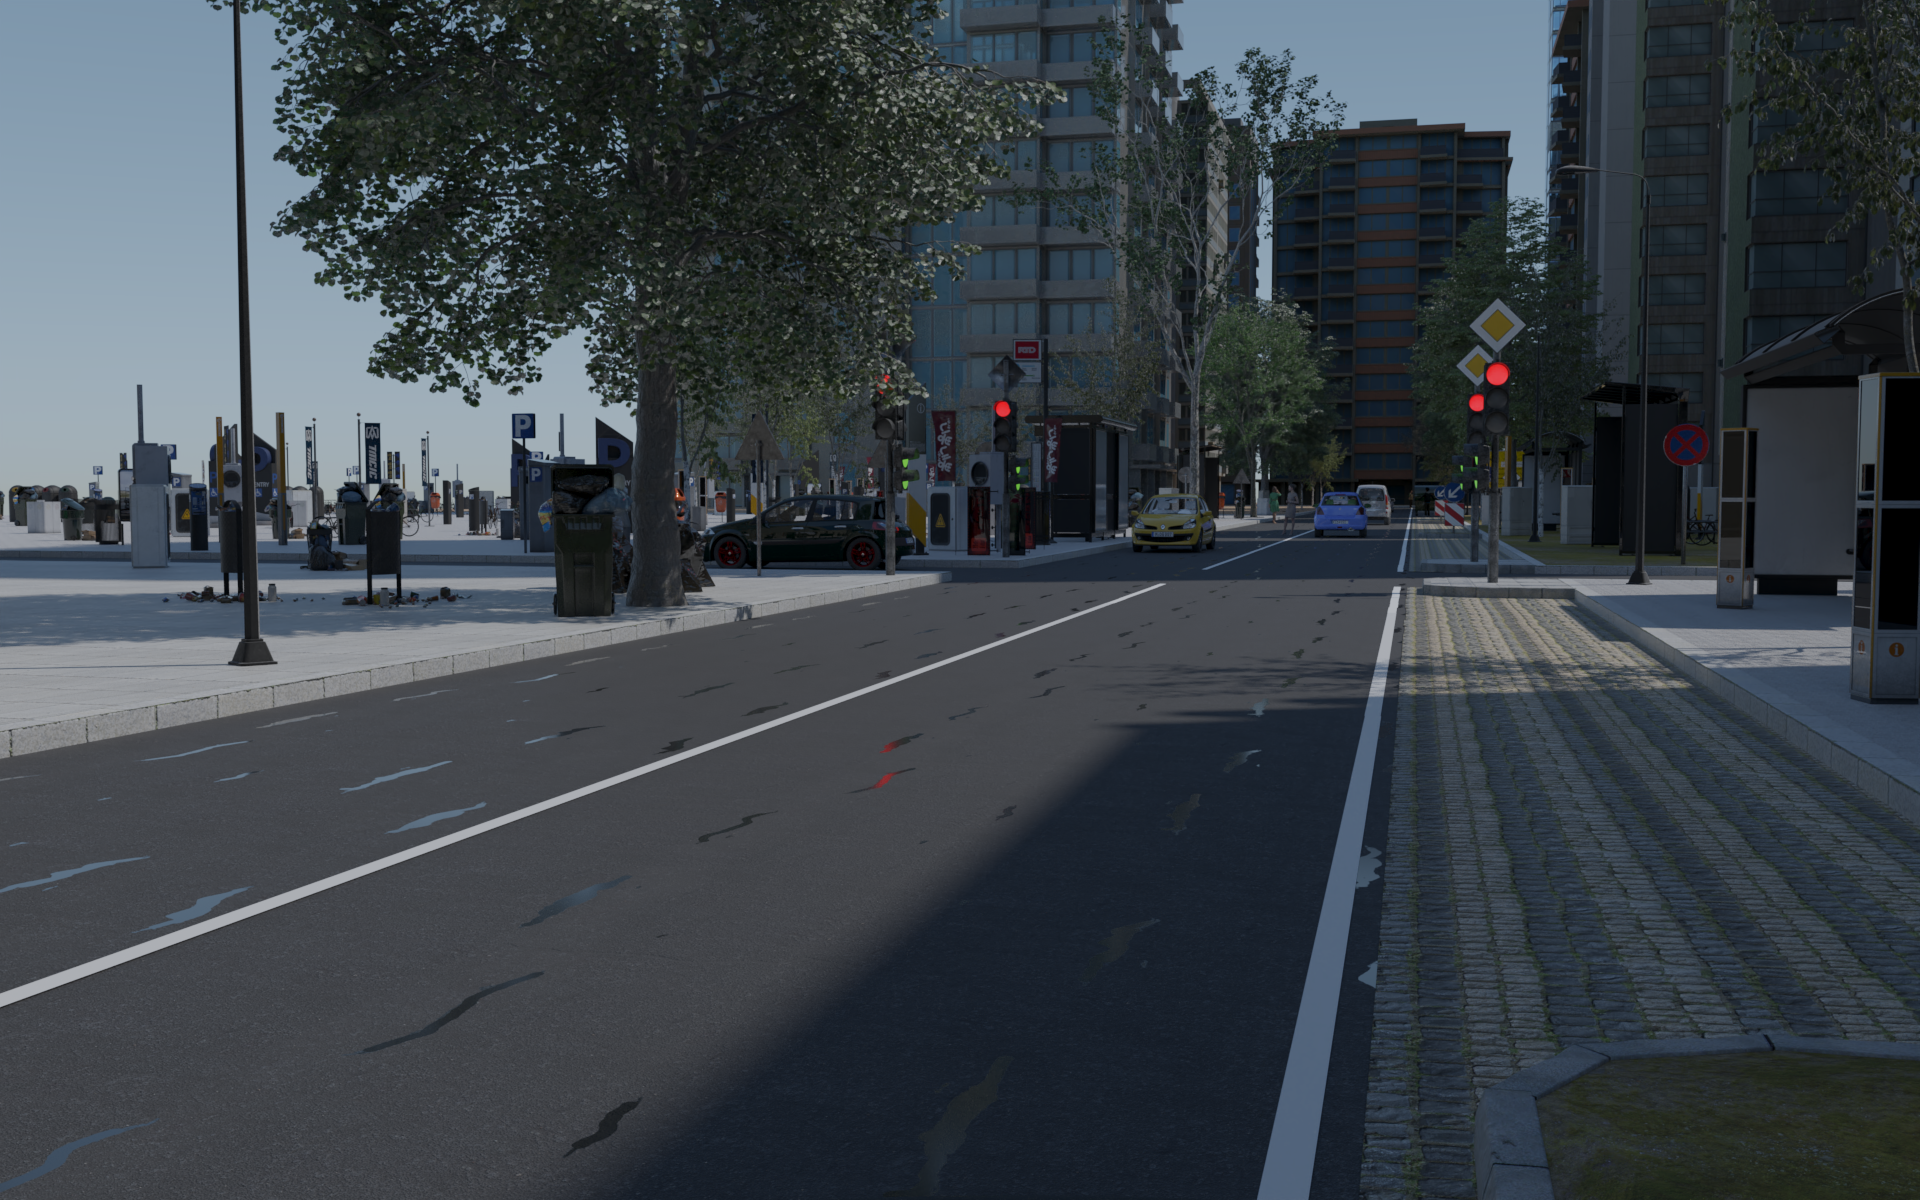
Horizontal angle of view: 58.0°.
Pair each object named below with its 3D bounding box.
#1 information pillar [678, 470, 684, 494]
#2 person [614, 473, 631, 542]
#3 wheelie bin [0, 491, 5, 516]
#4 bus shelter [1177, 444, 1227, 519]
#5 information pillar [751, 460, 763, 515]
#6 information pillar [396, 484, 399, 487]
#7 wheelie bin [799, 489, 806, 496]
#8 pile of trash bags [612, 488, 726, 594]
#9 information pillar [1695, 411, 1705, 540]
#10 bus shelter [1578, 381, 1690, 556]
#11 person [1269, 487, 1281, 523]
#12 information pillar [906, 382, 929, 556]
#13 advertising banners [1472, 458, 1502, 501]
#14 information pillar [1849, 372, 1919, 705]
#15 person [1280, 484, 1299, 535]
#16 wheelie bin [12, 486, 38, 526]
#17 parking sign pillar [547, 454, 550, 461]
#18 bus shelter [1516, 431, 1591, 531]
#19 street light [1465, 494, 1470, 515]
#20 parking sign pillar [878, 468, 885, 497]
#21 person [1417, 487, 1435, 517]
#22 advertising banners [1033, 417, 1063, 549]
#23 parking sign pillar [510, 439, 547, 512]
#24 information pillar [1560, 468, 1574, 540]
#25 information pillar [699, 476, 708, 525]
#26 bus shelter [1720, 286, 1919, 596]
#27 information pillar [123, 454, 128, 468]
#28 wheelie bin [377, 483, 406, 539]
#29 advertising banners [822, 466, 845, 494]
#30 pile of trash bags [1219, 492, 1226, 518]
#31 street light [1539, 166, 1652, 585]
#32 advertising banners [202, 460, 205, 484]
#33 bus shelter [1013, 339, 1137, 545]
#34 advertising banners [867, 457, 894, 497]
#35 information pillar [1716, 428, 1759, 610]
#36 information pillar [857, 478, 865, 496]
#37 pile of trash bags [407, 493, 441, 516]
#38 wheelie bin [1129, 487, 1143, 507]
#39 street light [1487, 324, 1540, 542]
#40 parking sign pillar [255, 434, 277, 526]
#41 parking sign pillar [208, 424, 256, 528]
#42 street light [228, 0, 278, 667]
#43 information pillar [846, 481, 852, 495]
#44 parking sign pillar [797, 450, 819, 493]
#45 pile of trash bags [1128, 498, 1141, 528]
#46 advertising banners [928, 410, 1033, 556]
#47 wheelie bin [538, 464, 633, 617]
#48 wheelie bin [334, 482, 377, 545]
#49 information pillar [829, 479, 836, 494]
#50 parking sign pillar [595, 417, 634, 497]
[{"bbox_3d":[-8.319,-2.914,52.137,0.304,2.012,0.304,0,4,-6],"label":"information pillar"},{"bbox_3d":[-6.118,-1.363,30.974,0.537,1.800,0.526,1,4,20],"label":"person"},{"bbox_3d":[-55.620,-5.636,100.048,0.693,1.594,0.980,0,4,-1],"label":"wheelie bin"},{"bbox_3d":[11.876,-5.727,84.912,1.731,3.624,6.357,1,4,15],"label":"bus shelter"},{"bbox_3d":[-8.122,-4.770,69.336,0.504,3.616,0.183,0,4,0],"label":"information pillar"},{"bbox_3d":[-39.660,-7.189,122.033,0.304,2.012,0.304,-1,4,-9],"label":"information pillar"},{"bbox_3d":[-9.379,-5.723,101.486,0.980,1.594,0.693,-2,4,-31],"label":"wheelie bin"},{"bbox_3d":[-4.284,-0.865,23.896,1.912,1.369,3.447,0,4,1],"label":"pile of trash bags"},{"bbox_3d":[20.776,-3.500,48.579,0.183,3.616,0.504,2,4,30],"label":"information pillar"},{"bbox_3d":[14.990,-2.905,38.772,1.731,3.624,6.357,1,4,15],"label":"bus shelter"},{"bbox_3d":[15.329,-4.633,84.499,0.600,1.795,0.529,1,4,23],"label":"person"},{"bbox_3d":[-0.900,-2.739,36.139,0.504,3.616,0.183,-3,5,-41],"label":"information pillar"},{"bbox_3d":[24.285,-5.059,78.903,2.074,3.025,0.090,2,4,31],"label":"advertising banners"},{"bbox_3d":[5.708,-0.376,10.637,0.304,2.012,0.304,0,4,4],"label":"information pillar"},{"bbox_3d":[11.450,-3.138,60.147,0.374,1.781,0.599,-2,4,-34],"label":"person"},{"bbox_3d":[-37.356,-3.755,69.303,0.693,1.594,0.980,1,4,16],"label":"wheelie bin"},{"bbox_3d":[-27.883,-7.804,116.062,1.447,3.967,1.447,0,4,5],"label":"parking sign pillar"},{"bbox_3d":[19.736,-3.910,57.860,2.014,3.302,5.546,1,4,15],"label":"bus shelter"},{"bbox_3d":[22.418,-6.284,75.289,1.470,5.913,1.316,1,4,15],"label":"street light"},{"bbox_3d":[-4.310,-6.759,98.979,1.447,3.967,1.447,1,4,12],"label":"parking sign pillar"},{"bbox_3d":[29.406,-6.175,109.089,1.348,1.869,0.705,-1,4,-18],"label":"person"},{"bbox_3d":[1.546,-2.690,40.173,2.074,3.025,0.090,3,5,41],"label":"advertising banners"},{"bbox_3d":[-21.119,-5.843,84.007,1.447,3.967,1.447,0,4,7],"label":"parking sign pillar"},{"bbox_3d":[17.061,-2.704,48.709,0.304,2.012,0.304,2,4,23],"label":"information pillar"},{"bbox_3d":[-10.621,-4.111,71.705,0.304,2.012,0.304,0,4,3],"label":"information pillar"},{"bbox_3d":[10.068,-1.564,19.492,2.014,3.302,5.546,1,4,15],"label":"bus shelter"},{"bbox_3d":[-48.559,-6.691,100.754,0.504,3.616,0.183,3,4,37],"label":"information pillar"},{"bbox_3d":[-16.063,-2.506,48.883,0.693,1.594,0.980,1,4,18],"label":"wheelie bin"},{"bbox_3d":[-8.166,-6.896,108.935,2.074,3.025,0.090,-2,4,-26],"label":"advertising banners"},{"bbox_3d":[13.202,-5.154,94.013,1.912,1.369,3.447,-2,4,-32],"label":"pile of trash bags"},{"bbox_3d":[9.122,-3.181,24.556,1.470,5.913,1.316,1,4,15],"label":"street light"},{"bbox_3d":[-39.502,-5.740,90.035,0.090,3.025,2.074,-2,4,-35],"label":"advertising banners"},{"bbox_3d":[3.087,-4.260,47.279,2.179,5.291,8.768,1,4,15],"label":"bus shelter"},{"bbox_3d":[-3.793,-5.270,82.357,0.090,3.025,2.074,3,4,36],"label":"advertising banners"},{"bbox_3d":[8.691,-0.910,19.368,0.304,2.012,0.304,-3,5,-43],"label":"information pillar"},{"bbox_3d":[-4.664,-4.717,81.618,0.304,2.012,0.304,1,4,11],"label":"information pillar"},{"bbox_3d":[-31.596,-5.515,99.917,3.447,1.369,1.912,0,4,7],"label":"pile of trash bags"},{"bbox_3d":[7.280,-3.998,73.282,0.980,1.594,0.693,2,4,24],"label":"wheelie bin"},{"bbox_3d":[14.824,-4.507,46.222,1.470,5.913,1.316,1,4,15],"label":"street light"},{"bbox_3d":[-28.656,-5.045,70.956,1.447,3.967,1.447,1,4,11],"label":"parking sign pillar"},{"bbox_3d":[-27.955,-4.727,65.764,1.447,3.967,1.447,1,4,11],"label":"parking sign pillar"},{"bbox_3d":[-4.809,-2.458,12.734,1.470,5.913,1.316,1,4,15],"label":"street light"},{"bbox_3d":[-6.182,-5.616,96.318,0.304,2.012,0.304,0,4,4],"label":"information pillar"},{"bbox_3d":[-9.229,-7.150,105.368,1.447,3.967,1.447,-3,4,-36],"label":"parking sign pillar"},{"bbox_3d":[6.235,-3.527,67.415,1.912,1.369,3.447,0,4,7],"label":"pile of trash bags"},{"bbox_3d":[0.423,-2.442,36.121,2.074,3.025,0.090,1,4,8],"label":"advertising banners"},{"bbox_3d":[-3.939,-0.633,18.254,0.980,1.594,0.693,-1,4,-13],"label":"wheelie bin"},{"bbox_3d":[-15.371,-2.191,43.732,0.980,1.594,0.693,3,5,44],"label":"wheelie bin"},{"bbox_3d":[-6.105,-4.825,83.386,0.304,2.012,0.304,1,4,16],"label":"information pillar"},{"bbox_3d":[-12.031,-4.401,60.429,1.447,3.967,1.447,-1,4,-15],"label":"parking sign pillar"}]
